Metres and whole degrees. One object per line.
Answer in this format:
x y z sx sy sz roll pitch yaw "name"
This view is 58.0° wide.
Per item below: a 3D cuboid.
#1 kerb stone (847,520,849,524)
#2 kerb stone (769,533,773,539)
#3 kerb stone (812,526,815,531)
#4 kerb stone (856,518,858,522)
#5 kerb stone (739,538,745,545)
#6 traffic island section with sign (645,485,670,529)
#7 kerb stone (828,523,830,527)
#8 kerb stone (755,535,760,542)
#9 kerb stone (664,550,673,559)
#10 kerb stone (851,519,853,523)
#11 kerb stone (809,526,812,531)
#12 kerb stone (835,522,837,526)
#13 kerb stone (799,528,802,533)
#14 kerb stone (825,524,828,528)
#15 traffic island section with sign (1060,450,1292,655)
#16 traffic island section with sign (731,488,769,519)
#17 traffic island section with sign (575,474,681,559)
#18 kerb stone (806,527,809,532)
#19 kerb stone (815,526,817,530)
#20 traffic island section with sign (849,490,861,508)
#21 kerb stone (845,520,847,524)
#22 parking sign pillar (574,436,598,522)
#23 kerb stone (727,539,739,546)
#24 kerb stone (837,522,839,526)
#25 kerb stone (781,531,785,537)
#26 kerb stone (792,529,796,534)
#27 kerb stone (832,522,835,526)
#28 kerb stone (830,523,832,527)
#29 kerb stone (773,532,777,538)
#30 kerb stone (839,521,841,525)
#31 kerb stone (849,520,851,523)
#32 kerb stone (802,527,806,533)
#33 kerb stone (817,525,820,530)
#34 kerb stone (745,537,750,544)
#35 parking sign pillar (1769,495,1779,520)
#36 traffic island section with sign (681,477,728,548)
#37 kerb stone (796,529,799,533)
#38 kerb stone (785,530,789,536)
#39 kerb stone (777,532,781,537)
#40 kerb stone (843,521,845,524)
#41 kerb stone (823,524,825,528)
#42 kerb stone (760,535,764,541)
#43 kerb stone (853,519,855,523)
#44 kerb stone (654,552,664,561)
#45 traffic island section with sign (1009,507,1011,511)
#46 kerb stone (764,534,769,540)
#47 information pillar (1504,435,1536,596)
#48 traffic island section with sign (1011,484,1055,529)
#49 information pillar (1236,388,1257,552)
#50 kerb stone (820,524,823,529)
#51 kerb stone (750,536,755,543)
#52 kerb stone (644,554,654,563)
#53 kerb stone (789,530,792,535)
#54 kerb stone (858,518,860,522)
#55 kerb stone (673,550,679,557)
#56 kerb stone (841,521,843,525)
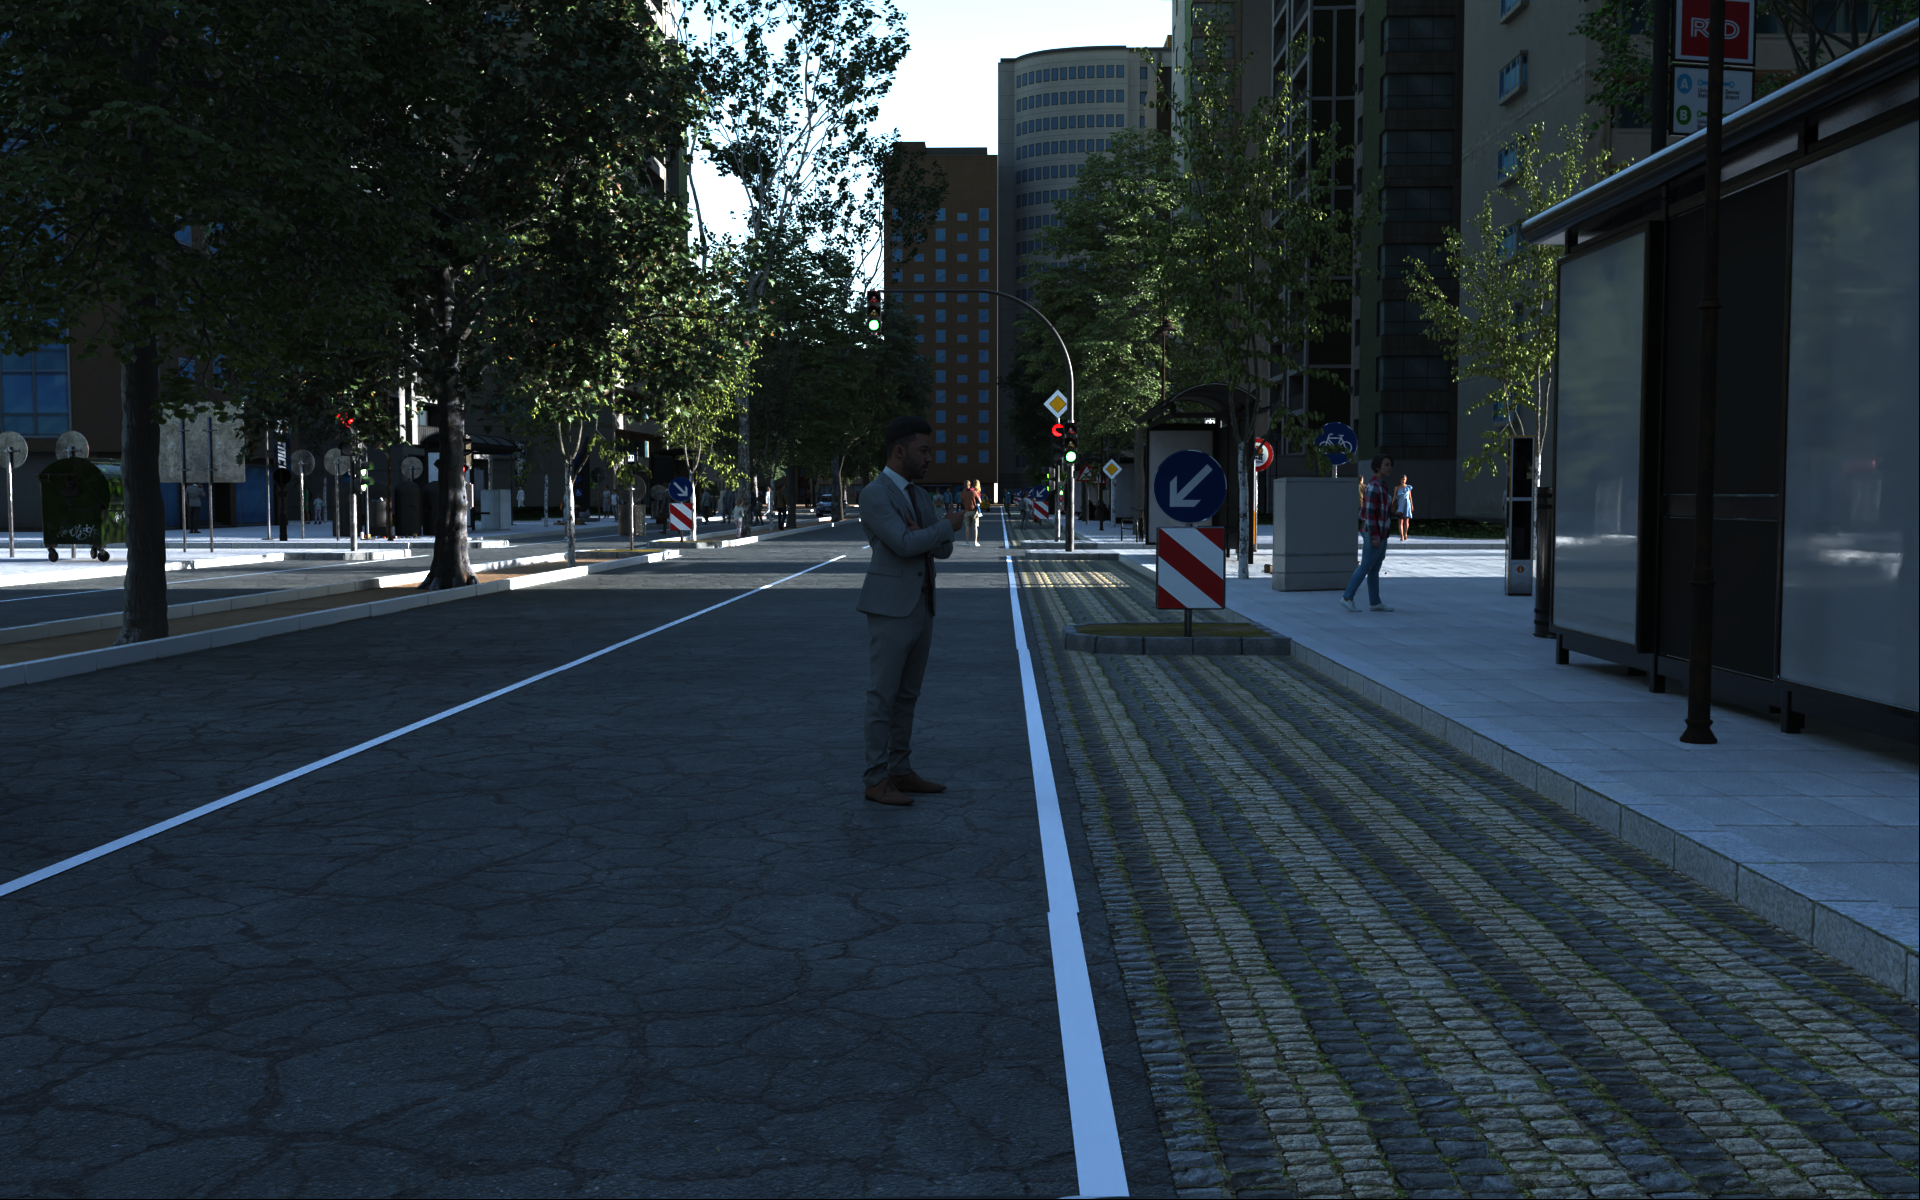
-5.523 -3.702 82.717 0.120 0.150 1.000 0 4 1 "kerb stone"
-6.152 -2.011 55.072 0.120 0.150 1.000 0 4 1 "kerb stone"
-5.870 -2.763 67.363 0.120 0.150 1.000 0 4 1 "kerb stone"
-5.401 -4.016 87.863 0.120 0.150 1.000 0 4 1 "kerb stone"
-6.281 -1.635 48.925 0.120 0.150 1.000 0 4 1 "kerb stone"
-12.601 -3.880 72.063 1.989 1.847 2.006 0 4 1 "traffic island section with sign"
-5.736 -3.138 73.505 0.120 0.150 1.000 0 4 1 "kerb stone"
-6.218 -1.821 51.997 0.120 0.150 1.000 0 4 1 "kerb stone"
-6.531 -0.974 38.126 0.120 0.150 1.000 0 4 1 "kerb stone"
-5.475 -3.828 84.781 0.120 0.150 1.000 0 4 1 "kerb stone"
-5.892 -2.700 66.341 0.120 0.150 1.000 0 4 1 "kerb stone"
-5.663 -3.326 76.571 0.120 0.150 1.000 0 4 1 "kerb stone"
-5.971 -2.511 63.271 0.120 0.150 1.000 0 4 1 "kerb stone"
-5.752 -3.064 72.481 0.120 0.150 1.000 0 4 1 "kerb stone"
1.965 -0.466 16.250 1.989 1.847 2.006 0 4 1 "traffic island section with sign"
-11.992 -5.528 99.011 1.989 1.847 2.006 0 4 1 "traffic island section with sign"
-7.552 -1.896 39.134 2.006 1.907 1.989 0 4 1 "traffic island section with sign"
-5.914 -2.636 65.318 0.120 0.150 1.000 0 4 1 "kerb stone"
-5.847 -2.822 68.385 0.120 0.150 1.000 0 4 1 "kerb stone"
-10.249 -10.242 176.089 1.989 1.847 2.006 0 4 1 "traffic island section with sign"
-5.553 -3.634 81.695 0.120 0.150 1.000 0 4 1 "kerb stone"
-17.562 -5.625 80.439 1.447 3.967 1.447 0 4 2 "parking sign pillar"
-6.313 -1.572 47.903 0.120 0.150 1.000 0 4 1 "kerb stone"
-5.642 -3.389 77.598 0.120 0.150 1.000 0 4 1 "kerb stone"
-6.080 -2.195 58.147 0.120 0.150 1.000 0 4 1 "kerb stone"
-6.006 -2.387 61.219 0.120 0.150 1.000 0 4 1 "kerb stone"
-5.685 -3.263 75.549 0.120 0.150 1.000 0 4 1 "kerb stone"
-5.708 -3.201 74.527 0.120 0.150 1.000 0 4 1 "kerb stone"
-6.125 -2.068 56.095 0.120 0.150 1.000 0 4 1 "kerb stone"
-5.610 -3.451 78.624 0.120 0.150 1.000 0 4 1 "kerb stone"
-5.507 -3.764 83.741 0.120 0.150 1.000 0 4 1 "kerb stone"
-5.937 -2.575 64.293 0.120 0.150 1.000 0 4 1 "kerb stone"
-5.816 -2.887 69.406 0.120 0.150 1.000 0 4 1 "kerb stone"
-6.261 -1.697 49.948 0.120 0.150 1.000 0 4 1 "kerb stone"
18.201 -2.986 37.298 1.447 3.967 1.447 1 4 13 "parking sign pillar"
-7.375 -2.349 46.539 2.006 1.907 1.989 0 4 1 "traffic island section with sign"
-5.991 -2.449 62.243 0.120 0.150 1.000 0 4 1 "kerb stone"
-6.059 -2.261 59.169 0.120 0.150 1.000 0 4 1 "kerb stone"
-6.104 -2.136 57.121 0.120 0.150 1.000 0 4 1 "kerb stone"
-5.569 -3.576 80.668 0.120 0.150 1.000 0 4 1 "kerb stone"
-5.776 -3.010 71.454 0.120 0.150 1.000 0 4 1 "kerb stone"
-6.195 -1.885 53.027 0.120 0.150 1.000 0 4 1 "kerb stone"
-5.449 -3.891 85.819 0.120 0.150 1.000 0 4 1 "kerb stone"
-6.554 -0.912 37.104 0.120 0.150 1.000 0 4 1 "kerb stone"
3.814 -5.480 98.234 1.989 1.847 2.006 0 4 1 "traffic island section with sign"
-6.167 -1.948 54.050 0.120 0.150 1.000 0 4 1 "kerb stone"
7.062 -1.061 21.847 0.304 2.012 0.304 1 4 9 "information pillar"
3.206 -3.830 71.245 1.989 1.847 2.006 0 4 1 "traffic island section with sign"
6.317 -2.874 38.349 0.504 3.616 0.183 -1 4 -15 "information pillar"
-5.801 -2.950 70.430 0.120 0.150 1.000 0 4 1 "kerb stone"
-6.243 -1.760 50.975 0.120 0.150 1.000 0 4 1 "kerb stone"
-6.578 -0.846 36.082 0.120 0.150 1.000 0 4 1 "kerb stone"
-6.034 -2.324 60.194 0.120 0.150 1.000 0 4 1 "kerb stone"
-5.378 -4.079 88.885 0.120 0.150 1.000 0 4 1 "kerb stone"
-6.510 -1.037 39.147 0.120 0.150 1.000 0 4 1 "kerb stone"
-5.591 -3.514 79.646 0.120 0.150 1.000 0 4 1 "kerb stone"
